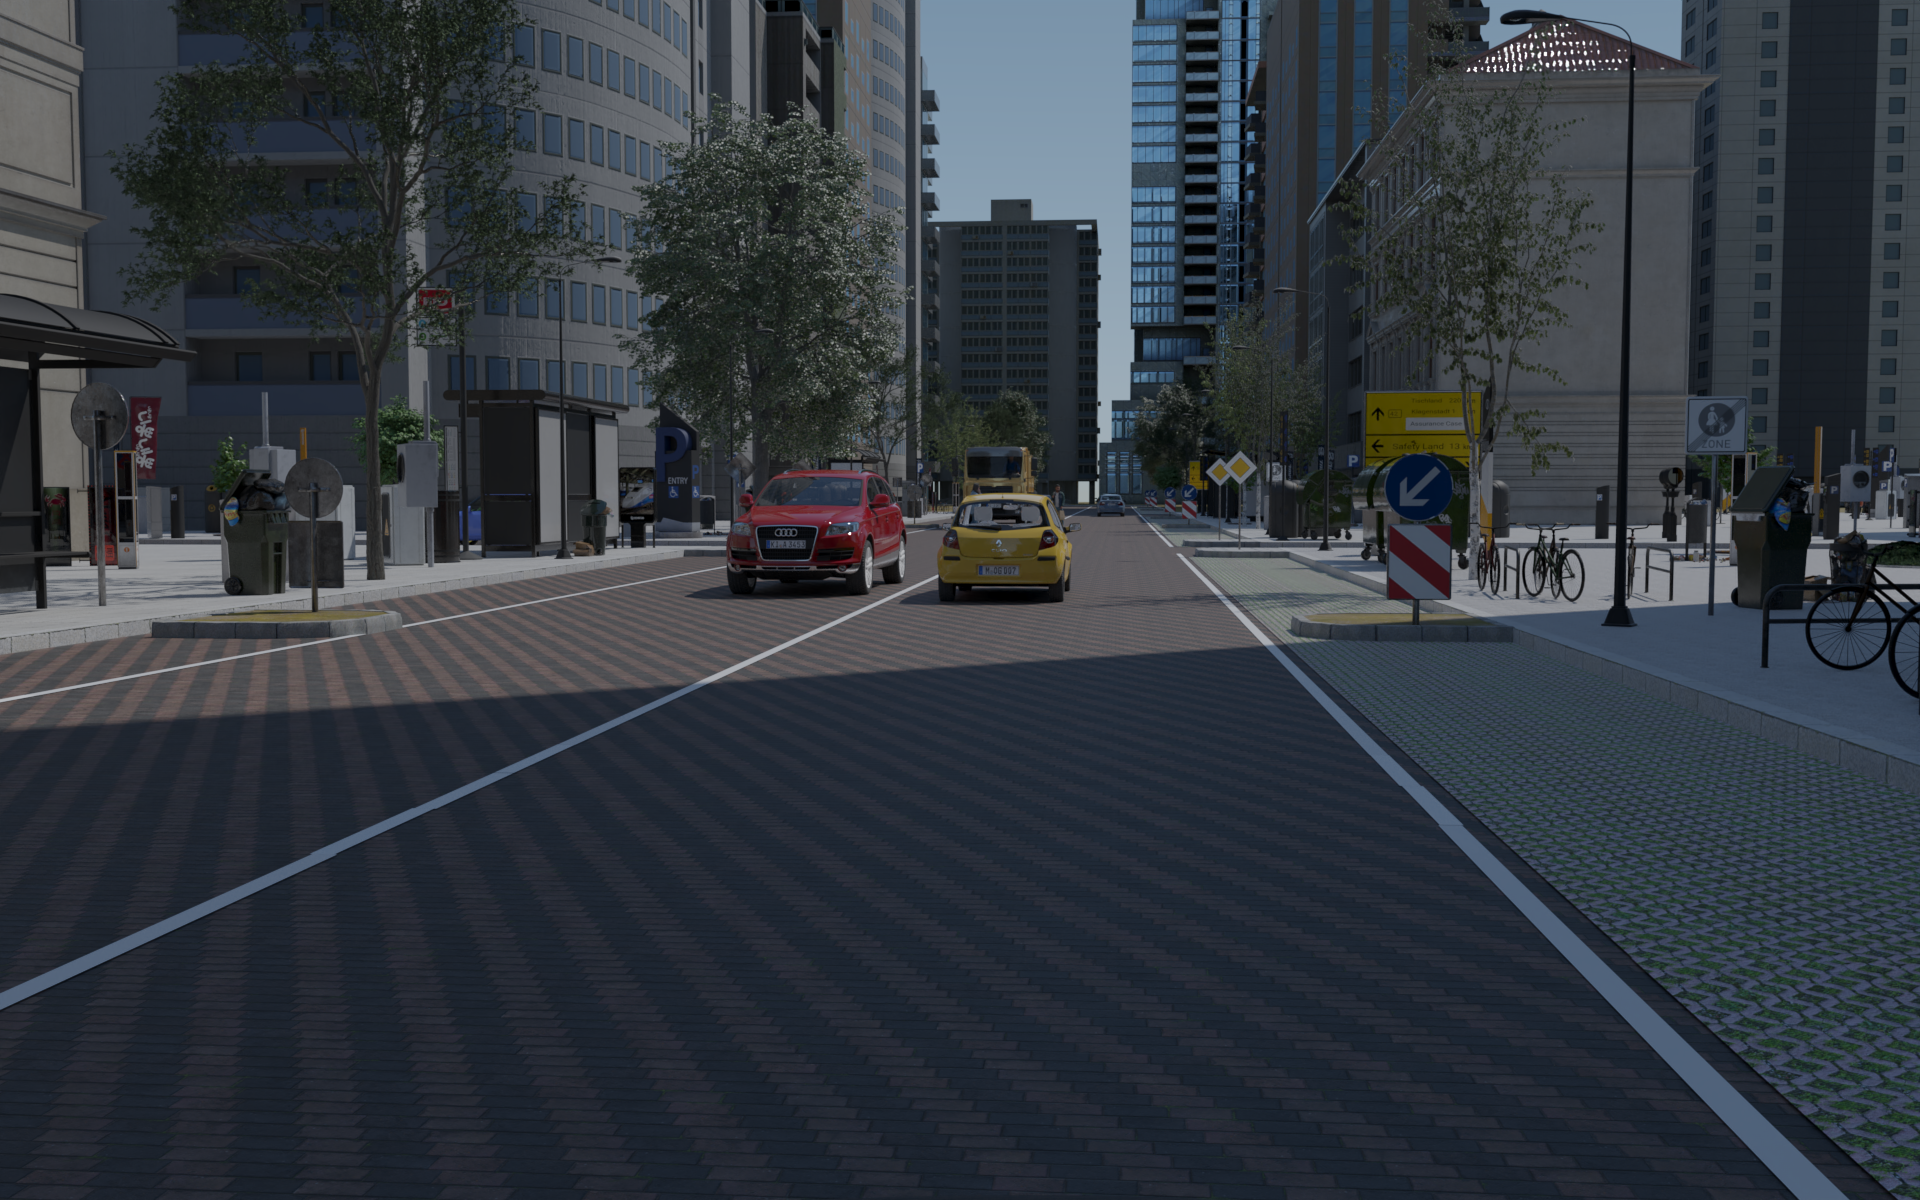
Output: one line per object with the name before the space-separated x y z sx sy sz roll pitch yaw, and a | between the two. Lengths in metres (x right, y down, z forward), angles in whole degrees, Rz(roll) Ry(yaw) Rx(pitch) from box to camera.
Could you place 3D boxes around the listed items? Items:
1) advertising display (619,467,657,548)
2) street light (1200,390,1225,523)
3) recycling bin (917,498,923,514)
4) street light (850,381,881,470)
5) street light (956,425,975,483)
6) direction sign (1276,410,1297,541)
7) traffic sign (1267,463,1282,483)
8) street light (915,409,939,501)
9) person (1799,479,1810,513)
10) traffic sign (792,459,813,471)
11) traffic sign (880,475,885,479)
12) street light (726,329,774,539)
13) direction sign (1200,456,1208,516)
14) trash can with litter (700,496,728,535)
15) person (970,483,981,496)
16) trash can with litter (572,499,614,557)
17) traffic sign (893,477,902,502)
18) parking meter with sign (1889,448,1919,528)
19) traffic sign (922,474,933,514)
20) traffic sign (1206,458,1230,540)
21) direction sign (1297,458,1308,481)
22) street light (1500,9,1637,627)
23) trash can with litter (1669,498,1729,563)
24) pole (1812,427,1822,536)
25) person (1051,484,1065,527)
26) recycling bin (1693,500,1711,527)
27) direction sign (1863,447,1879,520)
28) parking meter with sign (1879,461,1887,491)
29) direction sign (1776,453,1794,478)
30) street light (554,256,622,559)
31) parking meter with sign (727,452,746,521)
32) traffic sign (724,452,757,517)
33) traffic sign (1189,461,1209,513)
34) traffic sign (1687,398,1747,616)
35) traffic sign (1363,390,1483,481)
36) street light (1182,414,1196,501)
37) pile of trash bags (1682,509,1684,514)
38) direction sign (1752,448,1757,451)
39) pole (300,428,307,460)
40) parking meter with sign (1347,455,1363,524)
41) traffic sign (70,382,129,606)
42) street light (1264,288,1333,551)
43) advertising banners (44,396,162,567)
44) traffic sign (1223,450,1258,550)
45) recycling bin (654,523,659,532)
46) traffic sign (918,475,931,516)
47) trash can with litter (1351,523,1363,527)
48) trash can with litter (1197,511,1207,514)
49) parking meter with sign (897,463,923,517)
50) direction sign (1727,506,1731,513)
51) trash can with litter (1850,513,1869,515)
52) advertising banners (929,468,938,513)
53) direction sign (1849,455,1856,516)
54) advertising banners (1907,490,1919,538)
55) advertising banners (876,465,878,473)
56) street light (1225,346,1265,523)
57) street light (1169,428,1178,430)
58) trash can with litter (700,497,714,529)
advertising display | -7.681 -2.208 41.311 0.974 1.923 0.123 1 4 19
street light | 11.455 -6.410 77.347 1.470 5.913 1.316 0 4 5
recycling bin | -2.790 -5.813 107.600 0.722 1.027 0.722 3 4 36
street light | -3.938 -6.037 71.240 1.470 5.913 1.316 0 4 5
street light | 0.284 -8.826 116.839 1.470 5.913 1.316 0 4 5
direction sign | 8.843 -3.387 47.369 0.379 3.537 0.876 0 4 -2
traffic sign | 10.305 -3.327 56.523 0.606 2.300 0.079 1 4 9
street light | -1.820 -7.403 93.573 1.470 5.913 1.316 0 4 5
person | 19.949 -2.042 42.106 0.699 1.804 1.509 -2 4 -32
traffic sign | -4.468 -2.771 48.944 0.795 2.450 0.064 0 4 5
traffic sign | -4.288 -5.695 95.236 0.606 2.300 0.079 0 4 6
street light | -5.923 -4.670 48.895 1.470 5.913 1.316 0 4 5
direction sign | 14.392 -6.746 102.296 0.379 3.537 0.876 3 4 38
trash can with litter | -7.572 -2.631 54.079 2.233 1.210 1.678 1 4 11
person | 0.462 -2.970 57.323 0.793 1.790 0.793 3 4 39
trash can with litter | -7.622 -1.499 35.898 0.624 1.170 1.055 0 4 8
traffic sign | -3.775 -6.261 104.495 0.606 2.300 0.079 1 4 10
parking meter with sign | 36.011 -4.219 65.249 1.738 3.016 0.543 1 4 12
traffic sign | -2.090 -6.605 108.095 0.768 2.556 0.104 1 4 10
traffic sign | 7.176 -2.704 47.858 0.795 2.450 0.064 0 4 5
direction sign | 21.745 -7.227 110.154 0.876 3.537 0.379 3 5 43
street light | 5.882 -2.704 16.745 1.470 5.913 1.316 0 4 5
trash can with litter | 14.547 -1.364 33.361 2.233 1.210 1.678 -2 4 -27
pole | 25.973 -3.586 52.470 0.158 3.312 0.155 0 3 0
person | 4.065 -3.840 71.262 0.794 1.824 0.713 3 5 42
recycling bin | 29.438 -3.427 68.580 0.722 1.027 0.722 2 4 29
direction sign | 44.384 -5.654 84.445 0.379 3.537 0.876 -1 4 -20
parking meter with sign | 48.548 -5.793 90.981 0.543 3.016 1.738 3 4 37
direction sign | 45.954 -6.394 96.540 0.876 3.537 0.379 3 4 39
street light | -7.301 -3.761 34.031 1.470 5.913 1.316 0 4 5
parking meter with sign | -8.861 -4.465 69.260 0.543 3.016 1.738 -1 4 -18
traffic sign | -5.198 -2.284 40.992 0.795 2.450 0.064 0 4 5
traffic sign | 15.137 -6.854 105.935 2.265 3.308 0.079 1 4 14
traffic sign | 7.930 -0.984 18.224 0.606 2.300 0.079 1 4 13
traffic sign | 9.075 -2.456 34.026 2.265 3.308 0.079 1 4 9
street light | 13.542 -7.806 100.174 1.470 5.913 1.316 0 4 5
pile of trash bags | 46.486 -6.308 112.884 1.912 1.369 3.447 0 4 -2
direction sign | 39.081 -5.750 86.016 0.379 3.537 0.876 -3 4 -38
pole | -20.228 -3.644 53.418 0.158 3.312 0.155 0 3 0
parking meter with sign | 17.386 -4.881 76.059 0.543 3.016 1.738 0 4 3
traffic sign | -9.835 -1.204 19.788 0.768 2.556 0.104 1 4 14
street light | 7.740 -4.072 39.112 1.470 5.913 1.316 0 4 5
advertising banners | -15.324 -2.121 30.872 2.074 3.025 0.090 -1 4 -20
traffic sign | 6.445 -2.218 39.906 0.795 2.450 0.064 0 4 5
recycling bin | -9.553 -2.709 56.851 0.722 1.027 0.722 2 4 27
traffic sign | -2.088 -6.191 102.404 0.795 2.450 0.064 0 4 8
trash can with litter | 15.272 -3.522 68.636 1.678 1.210 2.233 -1 4 -16
trash can with litter | 16.122 -6.244 113.152 2.233 1.210 1.678 3 5 44
parking meter with sign | -2.889 -6.202 97.667 1.738 3.016 0.543 3 5 41
direction sign | 51.497 -7.575 115.844 0.379 3.537 0.876 0 4 -7
trash can with litter | 55.525 -5.784 105.629 1.678 1.210 2.233 -2 4 -32
advertising banners | -1.785 -7.292 115.404 0.090 3.025 2.074 -1 4 -16
direction sign | 51.376 -6.583 99.628 0.379 3.537 0.876 3 4 37
advertising banners | 28.163 -3.329 50.609 0.090 3.025 2.074 1 4 9
advertising banners | -5.186 -6.693 105.618 0.090 3.025 2.074 -1 4 -11
street light | 9.221 -5.004 54.361 1.470 5.913 1.316 0 4 5
street light | 15.486 -9.173 122.523 1.470 5.913 1.316 0 4 5
trash can with litter | -9.355 -3.172 63.253 0.624 1.170 1.055 -2 4 -27
